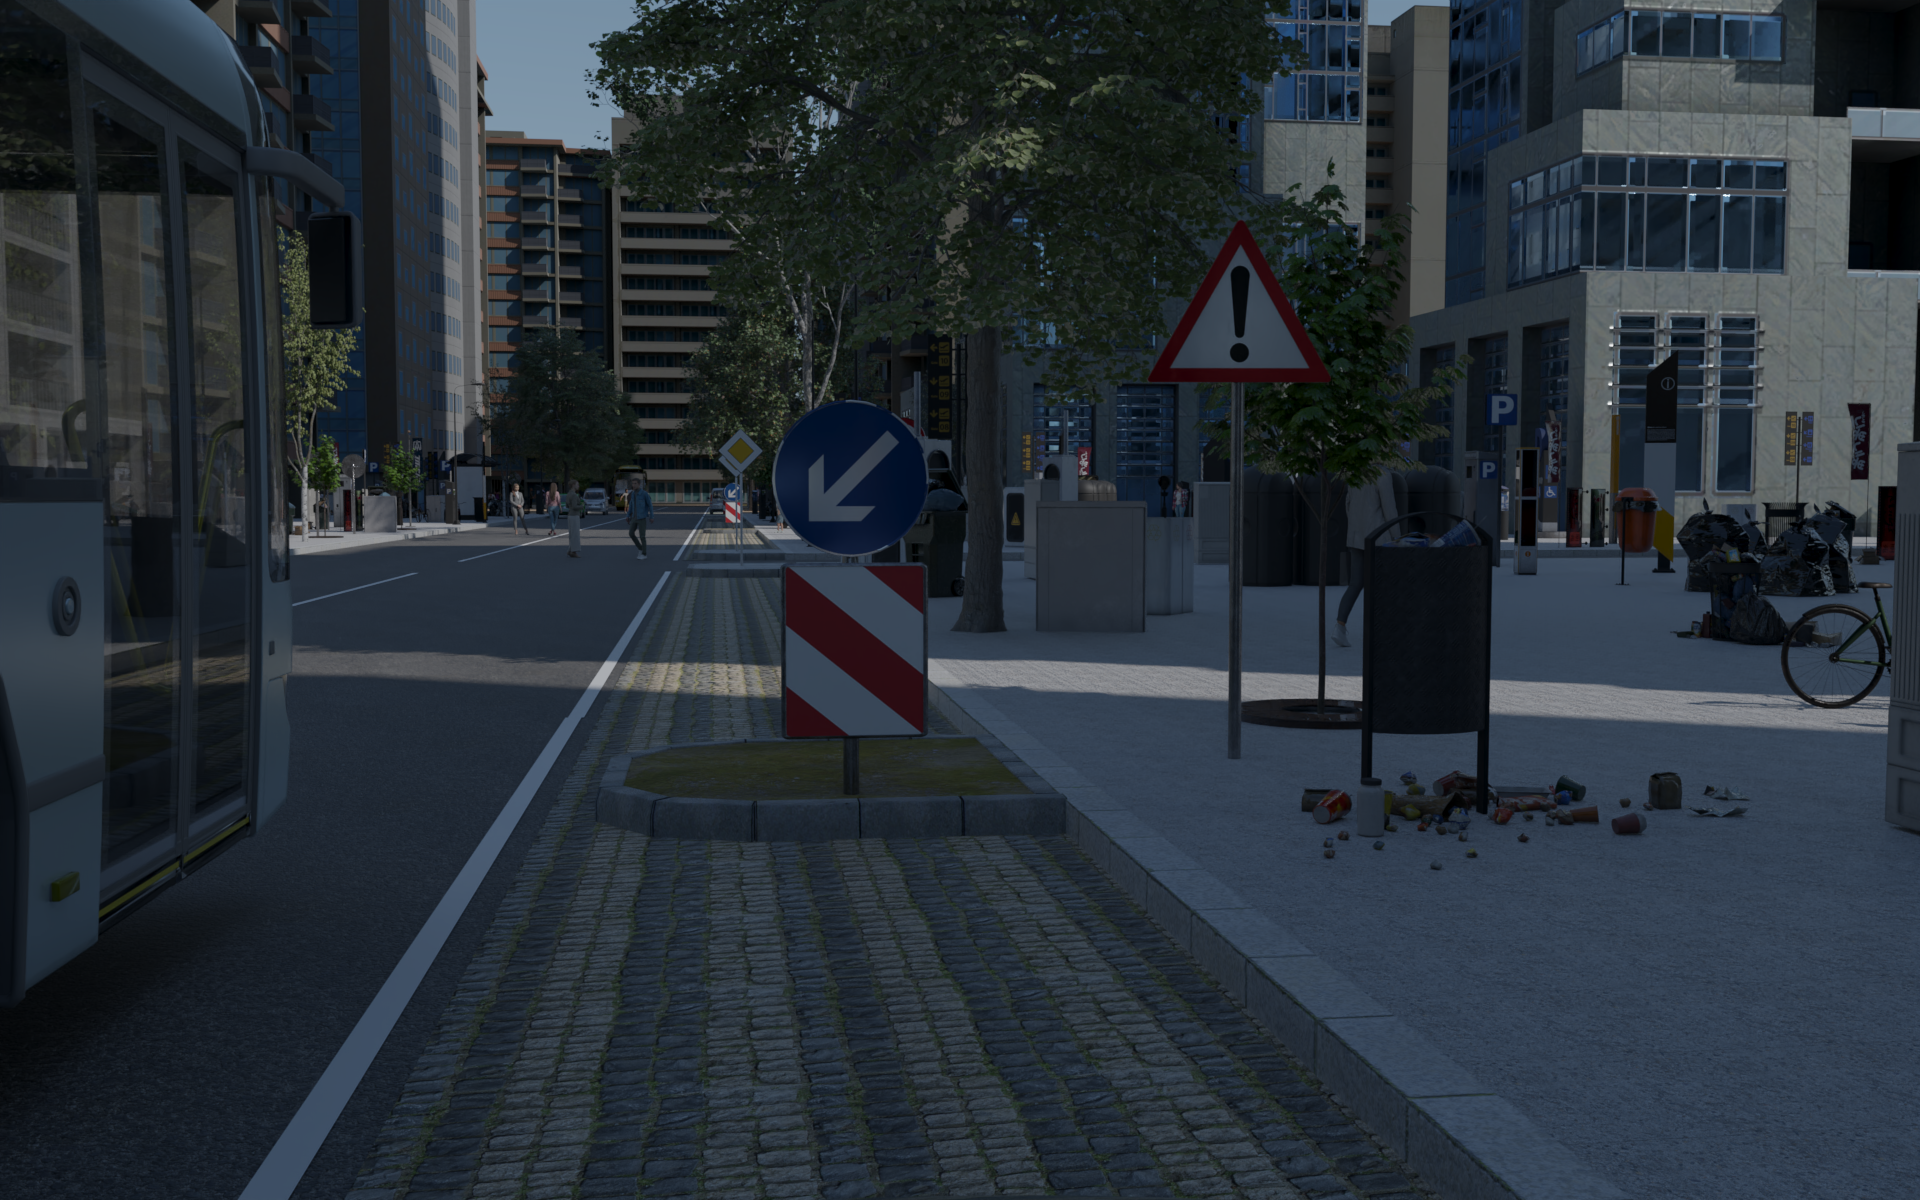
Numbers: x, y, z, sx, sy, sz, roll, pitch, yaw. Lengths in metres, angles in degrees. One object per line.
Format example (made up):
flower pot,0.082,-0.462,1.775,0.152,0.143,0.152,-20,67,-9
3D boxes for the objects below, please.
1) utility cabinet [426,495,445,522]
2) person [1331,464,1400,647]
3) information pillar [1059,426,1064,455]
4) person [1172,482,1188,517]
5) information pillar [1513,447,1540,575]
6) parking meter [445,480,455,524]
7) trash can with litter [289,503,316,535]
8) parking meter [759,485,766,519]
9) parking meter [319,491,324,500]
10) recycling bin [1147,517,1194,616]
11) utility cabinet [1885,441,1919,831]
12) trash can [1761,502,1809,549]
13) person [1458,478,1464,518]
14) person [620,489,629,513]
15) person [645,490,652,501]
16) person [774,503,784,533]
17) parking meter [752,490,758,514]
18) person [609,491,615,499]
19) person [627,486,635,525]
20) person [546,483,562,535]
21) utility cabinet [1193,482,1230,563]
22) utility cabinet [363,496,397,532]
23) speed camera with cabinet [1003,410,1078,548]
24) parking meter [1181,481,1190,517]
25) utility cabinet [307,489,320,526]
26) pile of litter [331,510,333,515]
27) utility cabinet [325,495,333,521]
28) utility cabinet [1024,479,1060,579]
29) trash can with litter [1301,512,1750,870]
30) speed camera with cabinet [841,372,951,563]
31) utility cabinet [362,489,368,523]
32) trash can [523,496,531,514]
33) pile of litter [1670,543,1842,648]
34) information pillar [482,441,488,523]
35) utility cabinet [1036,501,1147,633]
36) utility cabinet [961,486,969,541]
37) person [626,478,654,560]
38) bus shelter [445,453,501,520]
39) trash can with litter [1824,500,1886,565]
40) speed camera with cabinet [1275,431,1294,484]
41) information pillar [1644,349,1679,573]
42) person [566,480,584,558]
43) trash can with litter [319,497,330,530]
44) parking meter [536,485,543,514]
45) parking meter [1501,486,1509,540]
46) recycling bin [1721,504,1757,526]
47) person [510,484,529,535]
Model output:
utility cabinet,-24.040,-4.175,79.420,1.020,1.237,0.306,2,4,35
person,3.407,-0.511,14.585,0.728,1.800,0.709,-2,4,-26
information pillar,3.424,-4.051,57.587,0.183,3.616,0.504,2,4,26
person,7.966,-3.407,62.579,0.563,1.720,0.643,2,4,34
information pillar,8.981,-1.405,27.463,0.304,2.012,0.304,0,4,4
parking meter,-21.799,-4.184,74.120,0.399,1.863,0.255,1,4,8
trash can with litter,-20.764,-2.601,53.907,1.055,1.170,0.624,0,4,7
parking meter,-10.042,-5.032,87.977,0.255,1.863,0.399,-2,4,-29
parking meter,-30.253,-4.502,82.012,0.372,1.533,0.369,0,3,0
recycling bin,2.069,-0.377,18.713,0.722,1.027,0.722,2,4,30
utility cabinet,3.765,0.160,6.068,0.318,1.500,1.173,0,4,-6
trash can,14.159,-1.107,29.757,0.748,1.137,0.748,0,3,0
person,10.497,-1.706,36.576,0.709,1.800,0.728,1,4,12
person,-24.966,-7.415,129.738,0.705,1.824,1.348,3,5,41
person,-22.431,-6.996,123.408,1.217,1.766,0.721,2,4,32
person,-5.990,-2.852,57.361,0.332,1.250,0.352,-2,4,-33
parking meter,-13.129,-6.268,110.892,0.372,1.533,0.369,0,3,0
person,-38.557,-11.284,192.952,0.705,1.831,1.348,3,5,45
person,-15.282,-4.428,80.867,0.822,1.834,0.622,-3,5,-41
person,-14.066,-3.150,60.015,0.555,1.821,0.388,-1,4,-18
utility cabinet,4.881,-1.408,31.701,1.173,1.500,0.318,-1,4,-12
utility cabinet,-19.428,-2.868,58.056,1.020,1.237,0.306,-1,4,-9
speed camera with cabinet,1.912,-2.875,41.349,0.660,3.252,2.038,-3,5,-40
parking meter,9.734,-4.223,74.757,0.399,1.863,0.255,1,4,10
utility cabinet,-26.123,-3.735,69.753,0.318,1.500,1.173,0,4,-1
pile of litter,-37.724,-5.540,104.545,1.719,0.858,1.176,-1,4,-21
utility cabinet,-30.435,-4.393,82.988,0.306,1.237,1.020,0,4,-7
utility cabinet,1.234,-1.056,25.940,0.318,1.500,1.173,-1,4,-9
trash can with litter,2.256,0.258,6.846,2.233,1.210,1.678,-1,4,-12
speed camera with cabinet,-0.995,-2.025,27.445,0.660,3.252,2.038,3,5,40
utility cabinet,-25.906,-4.091,75.565,0.318,1.500,1.173,-1,4,-20
trash can,-27.420,-5.964,109.165,0.748,1.137,0.748,0,3,0
pile of litter,7.000,-0.079,15.255,1.176,0.858,1.719,0,4,1
information pillar,-21.258,-5.261,77.372,0.183,3.616,0.504,-1,4,-21
utility cabinet,1.233,-0.310,16.227,1.020,1.237,0.306,1,4,9
utility cabinet,-0.009,-2.346,47.040,1.173,1.500,0.318,0,4,3
person,-6.996,-1.777,37.904,0.601,1.785,0.444,3,4,36
bus shelter,-24.522,-5.724,87.512,2.014,3.302,5.546,0,4,-8
trash can with litter,16.331,-1.242,31.701,1.055,1.170,0.624,1,4,15
speed camera with cabinet,9.410,-3.442,50.614,0.660,3.252,2.038,3,5,44
information pillar,11.396,-2.251,28.155,0.504,3.616,0.183,1,4,17
person,-8.667,-1.835,39.053,0.362,1.759,0.519,-2,4,-30
trash can with litter,-23.223,-3.115,62.321,1.055,1.170,0.624,0,4,-2
parking meter,-26.825,-6.406,110.456,0.399,1.863,0.255,1,4,12
parking meter,15.123,-2.443,48.349,0.372,1.533,0.369,0,3,0
recycling bin,19.861,-1.934,44.178,0.722,1.027,0.722,1,4,12
person,-15.354,-3.155,60.354,0.573,1.790,0.520,2,4,33
